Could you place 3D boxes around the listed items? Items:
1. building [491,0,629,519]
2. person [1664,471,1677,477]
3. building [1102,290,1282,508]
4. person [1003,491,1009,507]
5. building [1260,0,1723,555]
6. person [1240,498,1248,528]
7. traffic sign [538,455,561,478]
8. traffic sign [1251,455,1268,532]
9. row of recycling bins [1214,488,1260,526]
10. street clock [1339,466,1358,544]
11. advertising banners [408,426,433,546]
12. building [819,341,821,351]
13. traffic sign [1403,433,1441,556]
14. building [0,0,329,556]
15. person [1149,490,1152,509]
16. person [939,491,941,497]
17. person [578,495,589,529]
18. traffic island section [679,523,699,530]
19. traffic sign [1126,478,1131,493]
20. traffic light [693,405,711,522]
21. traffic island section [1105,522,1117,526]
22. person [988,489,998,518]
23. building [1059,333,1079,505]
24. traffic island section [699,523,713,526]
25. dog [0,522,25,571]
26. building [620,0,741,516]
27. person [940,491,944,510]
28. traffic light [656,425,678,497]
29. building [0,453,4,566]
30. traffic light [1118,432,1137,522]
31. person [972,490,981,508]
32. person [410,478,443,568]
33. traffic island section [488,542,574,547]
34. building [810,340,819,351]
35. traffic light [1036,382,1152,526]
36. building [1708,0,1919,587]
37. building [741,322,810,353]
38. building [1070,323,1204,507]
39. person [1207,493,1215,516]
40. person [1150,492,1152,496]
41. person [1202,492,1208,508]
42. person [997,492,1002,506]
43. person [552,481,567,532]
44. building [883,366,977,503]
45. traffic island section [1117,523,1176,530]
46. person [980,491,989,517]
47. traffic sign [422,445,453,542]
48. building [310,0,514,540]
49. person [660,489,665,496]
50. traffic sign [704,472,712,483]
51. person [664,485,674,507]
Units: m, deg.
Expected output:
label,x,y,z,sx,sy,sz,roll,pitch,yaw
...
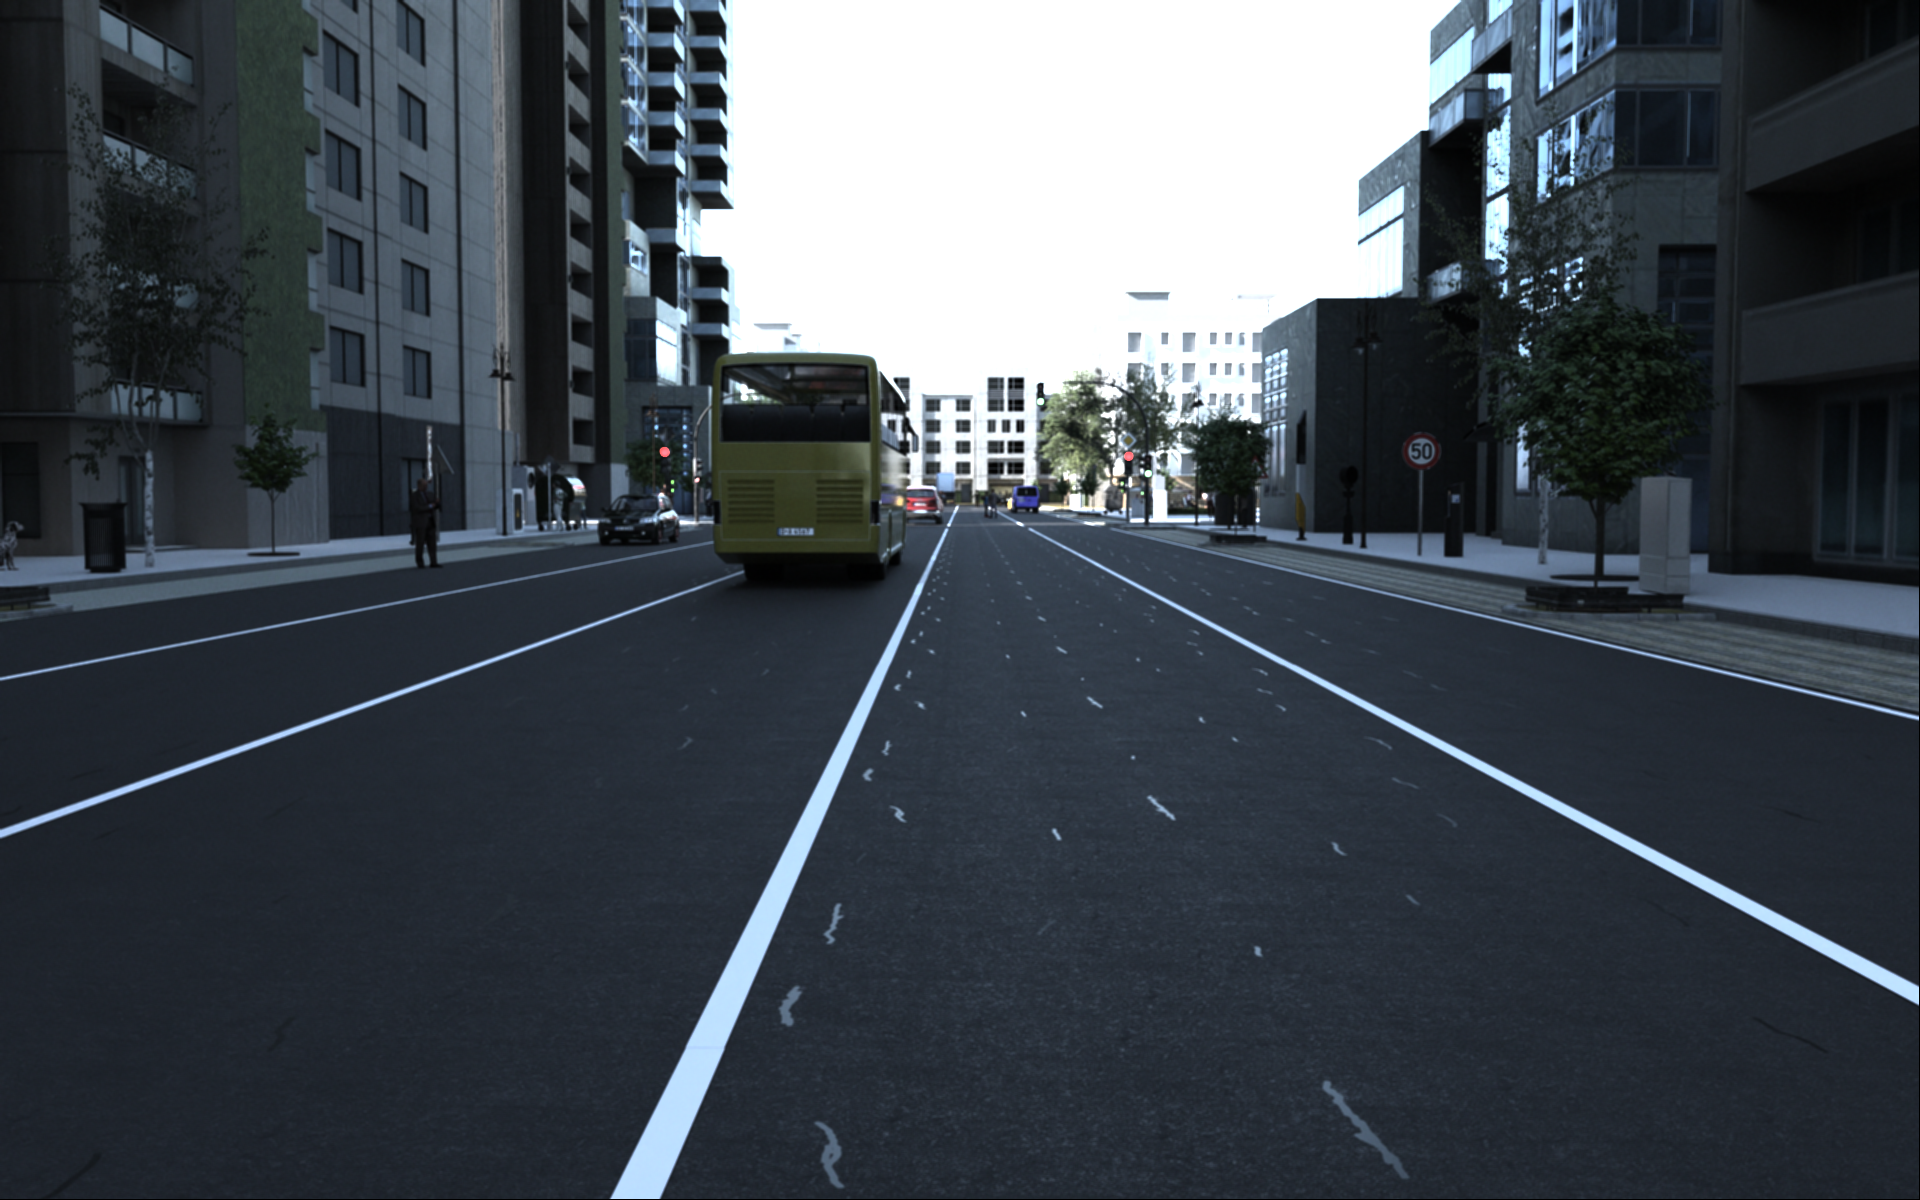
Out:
label,x,y,z,sx,sy,sz,roll,pitch,yaw
building,-25.166,-19.293,87.140,14.160,30.474,14.107,0,3,0
person,13.848,-1.658,33.825,0.621,1.740,0.551,2,4,32
building,21.815,-18.963,166.460,16.016,20.091,11.380,0,3,0
person,5.129,-11.190,191.550,0.705,1.812,1.348,-1,4,-21
building,22.821,-45.063,49.450,22.319,86.520,31.000,0,3,0
person,10.787,-3.414,65.763,0.340,1.345,0.435,-2,4,-33
traffic sign,-13.726,-3.556,57.869,0.795,2.593,0.064,0,4,5
traffic sign,9.911,-3.561,58.226,0.884,2.594,0.081,0,4,4
row of recycling bins,12.163,-3.880,70.557,3.534,1.692,1.069,0,4,3
street clock,9.945,-2.433,44.342,0.471,2.002,0.358,-3,4,-36
advertising banners,-13.585,-2.908,43.737,0.090,3.025,2.074,0,4,-1
building,-22.511,-22.120,218.074,11.380,20.091,16.016,0,3,0
traffic sign,9.592,-2.199,36.065,0.768,2.556,0.104,1,4,9
building,-23.595,-21.640,37.416,14.154,41.232,14.086,0,3,0
person,11.907,-6.173,109.517,0.613,1.512,0.480,-2,4,-34
person,-1.819,-9.752,168.479,0.750,1.759,0.617,2,4,33
person,-13.677,-3.232,62.796,0.340,1.345,0.435,1,4,20
traffic island section,-11.929,-2.939,70.330,2.009,0.180,2.903,0,3,0
traffic sign,10.183,-6.349,105.943,0.606,2.300,0.079,1,4,9
traffic light,-9.781,-6.333,78.212,4.771,5.953,1.251,0,3,0
traffic island section,7.608,-3.425,78.273,2.009,0.180,2.903,0,3,0
person,1.941,-5.738,103.142,0.655,1.722,0.431,-2,4,-34
building,20.361,-21.593,209.459,16.016,20.091,11.380,0,3,0
traffic island section,-11.913,-3.427,78.315,2.009,0.180,2.903,0,3,0
dog,-16.236,-0.902,29.123,0.800,0.831,0.513,-1,4,-9
building,-26.016,-49.129,115.928,22.319,86.520,31.000,0,3,0
person,-1.571,-9.262,160.754,0.721,1.723,1.217,0,4,1
traffic light,-11.889,-4.971,70.195,0.839,4.253,0.868,0,3,0
building,-27.756,-24.179,19.021,21.300,48.544,21.600,0,3,0
traffic light,7.568,-5.458,78.159,0.839,4.253,0.868,0,3,0
person,1.823,-10.543,180.502,1.348,1.869,0.705,2,4,23
person,-10.319,-1.491,33.566,0.600,1.739,0.565,1,4,9
traffic island section,-11.653,-1.498,47.363,1.991,0.108,1.994,0,3,0
building,-25.138,-21.059,200.727,16.016,20.091,11.380,0,3,0
traffic light,5.460,-5.833,70.037,4.771,5.953,1.251,0,3,0
building,22.876,-24.017,16.373,21.300,48.544,21.600,0,3,0
building,-25.096,-20.280,187.995,16.016,20.091,11.380,0,3,0
building,21.289,-19.660,187.891,16.747,18.905,31.486,0,3,0
person,14.511,-5.649,99.858,0.566,1.644,0.517,1,4,16
person,15.488,-7.903,138.448,0.799,1.438,0.628,0,4,0
person,16.227,-6.413,114.082,0.799,1.438,0.628,1,4,21
person,4.731,-12.120,207.452,0.721,1.735,1.217,3,4,36
person,-13.572,-3.165,58.512,0.376,1.734,0.841,1,4,14
building,-13.669,-23.368,248.516,31.486,18.905,16.747,0,3,0
traffic island section,7.592,-2.936,70.288,2.009,0.180,2.903,0,3,0
person,1.600,-5.958,107.781,0.662,1.594,0.647,2,4,31
traffic sign,-13.898,-2.817,46.064,0.884,2.594,0.081,1,4,9
building,-27.719,-37.740,55.305,20.611,71.187,20.563,0,3,0
person,-13.833,-4.404,80.518,0.523,1.526,0.387,2,4,34
traffic sign,-14.283,-6.048,98.993,0.768,2.556,0.104,0,4,8
person,-13.726,-4.572,81.487,0.565,1.739,0.600,-2,4,-33
